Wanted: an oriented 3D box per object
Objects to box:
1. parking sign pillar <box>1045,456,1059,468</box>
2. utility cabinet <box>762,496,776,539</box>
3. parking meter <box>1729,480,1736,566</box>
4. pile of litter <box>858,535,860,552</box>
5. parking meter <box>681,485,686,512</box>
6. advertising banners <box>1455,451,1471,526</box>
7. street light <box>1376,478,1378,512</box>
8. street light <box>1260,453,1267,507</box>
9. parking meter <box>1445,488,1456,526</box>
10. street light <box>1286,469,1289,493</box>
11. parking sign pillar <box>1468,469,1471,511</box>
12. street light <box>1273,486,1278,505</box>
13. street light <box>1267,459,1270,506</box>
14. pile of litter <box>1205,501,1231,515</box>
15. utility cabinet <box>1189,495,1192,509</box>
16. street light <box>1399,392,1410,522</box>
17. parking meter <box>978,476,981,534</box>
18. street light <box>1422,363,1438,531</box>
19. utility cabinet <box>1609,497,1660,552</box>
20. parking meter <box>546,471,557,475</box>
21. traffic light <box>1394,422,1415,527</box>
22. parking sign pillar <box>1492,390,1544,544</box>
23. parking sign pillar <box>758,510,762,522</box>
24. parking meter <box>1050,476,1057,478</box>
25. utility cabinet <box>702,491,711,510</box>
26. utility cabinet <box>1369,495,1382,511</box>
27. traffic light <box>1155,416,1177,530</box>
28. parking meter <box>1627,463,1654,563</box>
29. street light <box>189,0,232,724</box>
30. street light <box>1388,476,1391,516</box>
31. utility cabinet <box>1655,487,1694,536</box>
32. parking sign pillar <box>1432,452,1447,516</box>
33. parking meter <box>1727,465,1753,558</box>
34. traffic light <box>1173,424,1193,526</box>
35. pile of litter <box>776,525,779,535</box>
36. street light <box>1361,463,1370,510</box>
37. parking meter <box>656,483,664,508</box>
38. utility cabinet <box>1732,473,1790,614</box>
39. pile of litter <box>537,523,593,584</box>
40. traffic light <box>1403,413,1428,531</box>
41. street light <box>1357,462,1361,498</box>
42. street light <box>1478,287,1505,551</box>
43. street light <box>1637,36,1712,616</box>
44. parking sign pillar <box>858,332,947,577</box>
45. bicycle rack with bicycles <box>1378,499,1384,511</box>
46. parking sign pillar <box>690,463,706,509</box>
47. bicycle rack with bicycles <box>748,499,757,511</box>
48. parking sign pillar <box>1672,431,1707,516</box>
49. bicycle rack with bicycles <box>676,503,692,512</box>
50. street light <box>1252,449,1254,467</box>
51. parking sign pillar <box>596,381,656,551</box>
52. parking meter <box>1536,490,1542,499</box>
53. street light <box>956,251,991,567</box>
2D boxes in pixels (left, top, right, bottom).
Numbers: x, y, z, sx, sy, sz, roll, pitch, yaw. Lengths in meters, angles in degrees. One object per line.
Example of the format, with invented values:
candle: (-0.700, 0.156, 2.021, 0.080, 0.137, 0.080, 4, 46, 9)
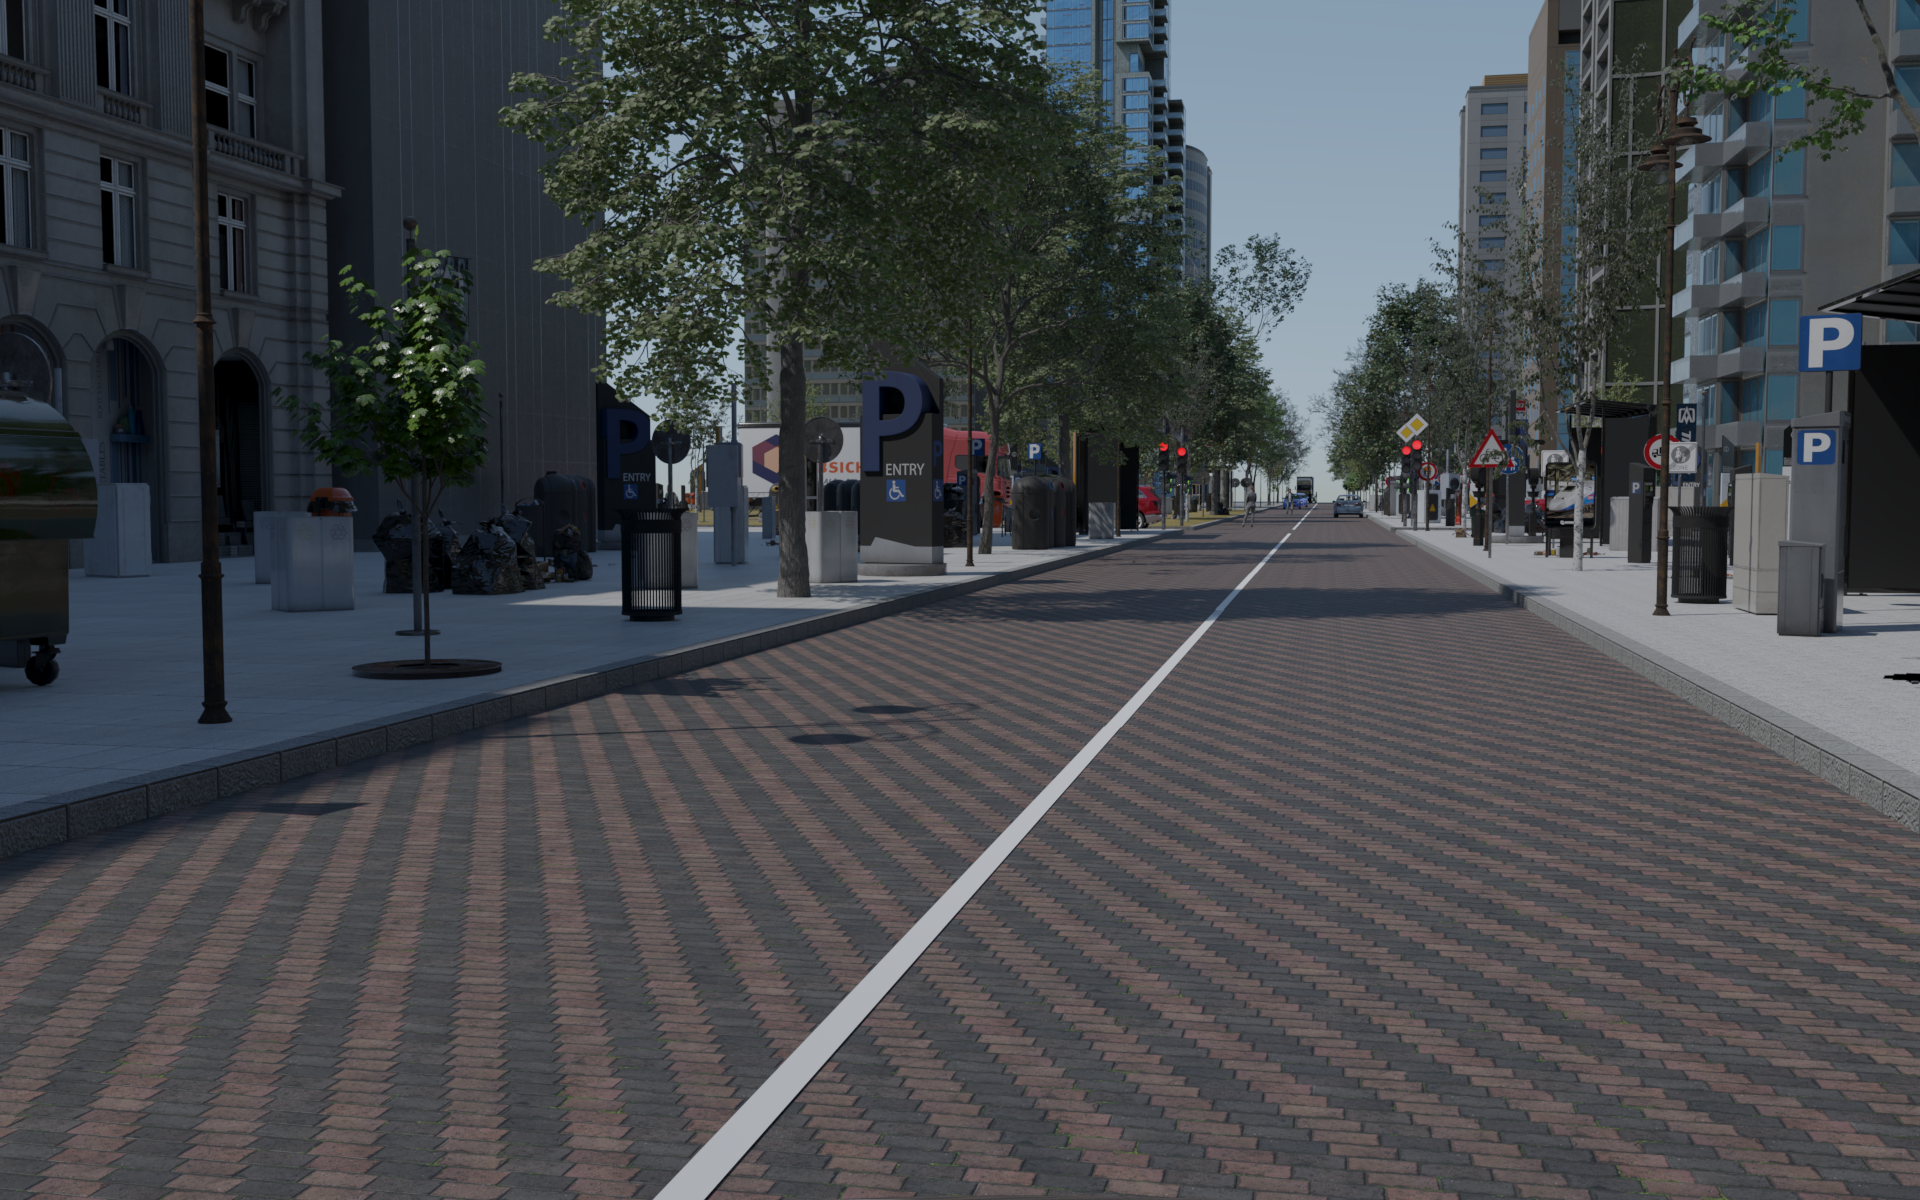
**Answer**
parking sign pillar: (6.786, -8.290, 124.018, 1.447, 3.967, 1.447, 0, 4, -8)
utility cabinet: (-5.537, -2.382, 50.115, 0.306, 1.237, 1.020, 0, 4, 0)
parking meter: (13.934, -1.373, 30.865, 0.372, 1.533, 0.369, 0, 3, 0)
pile of litter: (-2.036, -1.496, 38.431, 1.176, 0.858, 1.719, -2, 4, -35)
parking meter: (-17.890, -6.500, 111.983, 0.255, 1.863, 0.399, 0, 4, -2)
advertising banners: (20.382, -4.563, 70.787, 0.090, 3.025, 2.074, -1, 4, -10)
street light: (29.006, -9.031, 120.445, 0.468, 5.910, 1.993, 1, 4, 12)
street light: (28.873, -11.828, 166.179, 0.468, 5.910, 1.993, 1, 4, 12)
parking meter: (19.458, -3.687, 68.700, 0.372, 1.533, 0.369, 0, 3, 0)
street light: (50.648, -18.105, 268.800, 0.468, 5.910, 1.993, 1, 4, 12)
parking sign pillar: (39.171, -8.749, 131.513, 1.447, 3.967, 1.447, 3, 5, 41)
street light: (37.682, -14.382, 207.925, 0.468, 5.910, 1.993, 1, 4, 12)
street light: (33.306, -13.113, 187.192, 0.468, 5.910, 1.993, 1, 4, 12)
pile of litter: (15.825, -5.646, 106.271, 1.719, 0.858, 1.176, 0, 4, 1)
utility cabinet: (18.787, -7.962, 141.338, 0.306, 1.237, 1.020, 2, 4, 29)
street light: (20.180, -6.481, 78.754, 0.468, 5.910, 1.993, 1, 4, 12)
parking meter: (0.513, -3.080, 56.072, 0.255, 1.863, 0.399, 1, 4, 10)
street light: (16.196, -5.323, 59.823, 0.468, 5.910, 1.993, 1, 4, 12)
utility cabinet: (15.141, -1.694, 38.853, 1.020, 1.237, 0.306, 2, 4, 32)
parking meter: (-10.477, -2.369, 44.447, 0.255, 1.863, 0.399, -1, 4, -17)
traffic light: (17.503, -4.842, 68.080, 0.839, 4.253, 0.868, 1, 4, 12)
parking sign pillar: (14.585, -3.480, 45.374, 1.447, 3.967, 1.447, 1, 4, 16)
parking sign pillar: (-8.475, -5.526, 78.830, 1.447, 3.967, 1.447, 0, 4, 5)
parking meter: (3.106, -3.148, 57.188, 0.255, 1.863, 0.399, 1, 4, 14)
utility cabinet: (-20.119, -7.854, 137.096, 0.318, 1.500, 1.173, 3, 5, 45)
utility cabinet: (32.446, -7.585, 135.169, 0.306, 1.237, 1.020, -3, 5, -40)
traffic light: (7.325, -4.472, 62.045, 0.839, 4.253, 0.868, 1, 4, 12)
parking meter: (12.629, -1.616, 32.126, 0.255, 1.863, 0.399, -2, 4, -26)
street light: (-4.189, -2.249, 9.561, 0.468, 5.910, 1.993, 1, 4, 12)
street light: (24.703, -7.756, 99.591, 0.468, 5.910, 1.993, 1, 4, 12)
utility cabinet: (21.647, -2.687, 52.617, 1.173, 1.500, 0.318, 2, 4, 27)
parking sign pillar: (28.090, -6.967, 102.389, 1.447, 3.967, 1.447, 0, 4, -3)
parking meter: (15.494, -1.757, 34.436, 0.399, 1.863, 0.255, 0, 4, 4)
traffic light: (8.976, -4.950, 69.858, 0.839, 4.253, 0.868, 1, 4, 12)
pile of litter: (-5.535, -2.482, 54.544, 1.176, 0.858, 1.719, 2, 4, 34)
street light: (35.878, -11.015, 152.881, 0.468, 5.910, 1.993, 1, 4, 12)
parking meter: (-15.813, -5.225, 91.147, 0.255, 1.863, 0.399, 3, 5, 40)
utility cabinet: (8.695, -0.619, 18.800, 0.318, 1.500, 1.173, 1, 4, 13)
pile of litter: (-6.036, -0.703, 25.463, 1.176, 0.858, 1.719, 1, 4, 23)
traffic light: (15.852, -4.364, 60.266, 0.839, 4.253, 0.868, 1, 4, 12)
street light: (40.334, -12.318, 174.183, 0.468, 5.910, 1.993, 1, 4, 12)
street light: (11.867, -4.040, 38.839, 0.468, 5.910, 1.993, 1, 4, 12)
street light: (7.411, -2.773, 18.122, 0.468, 5.910, 1.993, 1, 4, 12)
parking sign pillar: (-0.925, -2.384, 27.457, 1.447, 3.967, 1.447, 2, 4, 26)
bicycle rack with bicycles: (32.745, -7.264, 132.140, 2.925, 0.926, 2.852, -2, 4, -30)
parking sign pillar: (-22.399, -9.758, 148.021, 1.447, 3.967, 1.447, 1, 4, 18)
bicycle rack with bicycles: (-15.910, -7.060, 128.817, 2.852, 0.926, 2.925, -3, 5, -42)
parking sign pillar: (30.931, -5.198, 73.464, 1.447, 3.967, 1.447, 3, 5, 41)
bicycle rack with bicycles: (-20.351, -6.565, 120.724, 2.925, 0.926, 2.852, 0, 4, 4)
street light: (24.462, -10.538, 145.090, 0.468, 5.910, 1.993, 1, 4, 12)
parking sign pillar: (-7.682, -3.145, 39.890, 1.447, 3.967, 1.447, -2, 4, -35)
parking meter: (39.706, -6.748, 118.735, 0.372, 1.533, 0.369, 0, 3, 0)
street light: (0.176, -3.532, 30.530, 0.468, 5.910, 1.993, 1, 4, 12)
